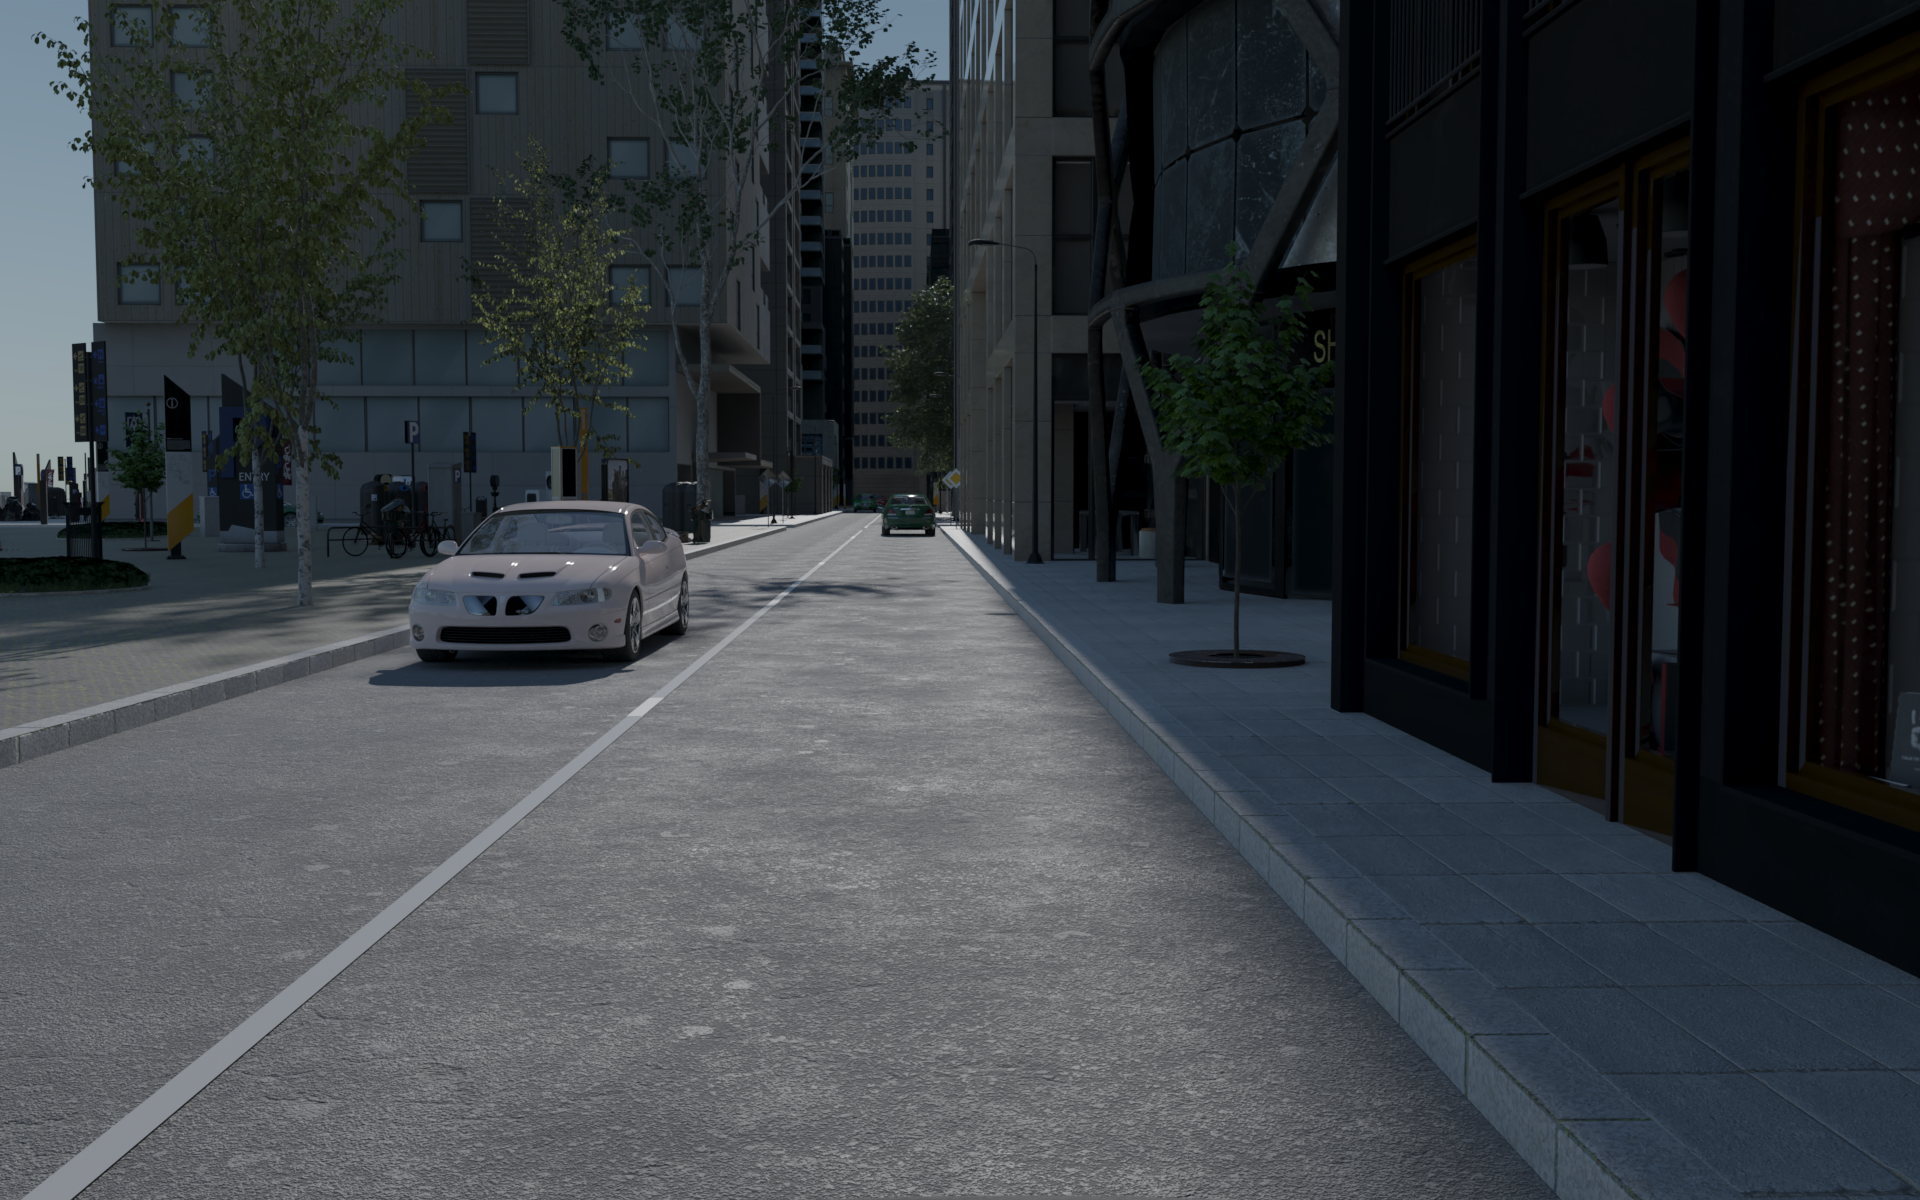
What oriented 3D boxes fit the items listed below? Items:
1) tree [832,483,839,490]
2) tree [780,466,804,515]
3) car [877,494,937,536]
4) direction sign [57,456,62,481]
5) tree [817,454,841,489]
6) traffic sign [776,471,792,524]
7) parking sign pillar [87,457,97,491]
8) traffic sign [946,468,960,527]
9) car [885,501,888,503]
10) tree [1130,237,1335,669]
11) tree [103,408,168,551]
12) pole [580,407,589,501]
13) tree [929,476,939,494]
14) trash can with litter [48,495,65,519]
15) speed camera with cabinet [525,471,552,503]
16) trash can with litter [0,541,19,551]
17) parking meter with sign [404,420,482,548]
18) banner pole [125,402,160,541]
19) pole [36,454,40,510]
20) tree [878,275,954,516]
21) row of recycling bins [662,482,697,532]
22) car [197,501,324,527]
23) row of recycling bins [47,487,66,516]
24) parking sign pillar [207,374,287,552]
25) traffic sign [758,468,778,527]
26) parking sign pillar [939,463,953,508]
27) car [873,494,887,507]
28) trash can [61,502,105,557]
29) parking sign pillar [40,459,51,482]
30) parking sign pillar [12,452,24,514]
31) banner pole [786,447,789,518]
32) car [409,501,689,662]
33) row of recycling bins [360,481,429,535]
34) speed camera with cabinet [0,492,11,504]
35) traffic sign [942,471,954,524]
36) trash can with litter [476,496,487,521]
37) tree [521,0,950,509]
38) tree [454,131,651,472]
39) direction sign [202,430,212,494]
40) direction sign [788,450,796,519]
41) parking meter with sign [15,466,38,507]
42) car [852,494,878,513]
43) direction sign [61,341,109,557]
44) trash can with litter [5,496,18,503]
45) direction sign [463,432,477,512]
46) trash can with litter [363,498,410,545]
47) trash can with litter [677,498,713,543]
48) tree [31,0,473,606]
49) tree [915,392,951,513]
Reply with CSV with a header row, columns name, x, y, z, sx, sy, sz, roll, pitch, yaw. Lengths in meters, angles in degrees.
name,x,y,z,sx,sy,sz,roll,pitch,yaw
tree,-11.270,-9.253,145.882,1.663,3.219,1.824,0,3,0
tree,-10.159,-6.742,104.826,1.663,3.219,1.824,0,3,0
car,-1.834,-3.013,61.062,2.131,1.459,4.920,0,4,-4
direction sign,-53.686,-6.850,103.987,0.876,3.537,0.379,0,4,-2
tree,-11.340,-9.449,138.207,4.285,4.588,4.351,0,3,0
traffic sign,-7.638,-4.349,74.742,0.795,2.450,0.064,0,4,-2
parking sign pillar,-63.642,-8.486,127.216,1.447,3.967,1.447,-1,4,-12
traffic sign,-0.149,-3.873,66.964,0.795,2.450,0.064,0,4,-2
car,-4.063,-6.302,115.620,1.945,1.354,3.894,0,4,-1
tree,2.026,-1.140,13.241,1.663,3.219,1.824,0,3,0
tree,-18.582,-2.734,39.302,1.663,3.219,1.824,0,3,0
pole,-8.860,-2.876,40.871,0.158,3.312,0.155,0,3,0
tree,-2.286,-9.796,154.759,1.663,3.219,1.824,0,3,0
trash can with litter,-47.106,-4.784,89.276,1.678,1.210,2.233,1,4,20
speed camera with cabinet,-15.844,-4.401,66.296,2.038,3.252,0.660,3,5,42
trash can with litter,-22.474,-1.699,38.830,2.233,1.210,1.678,-1,4,-18
parking meter with sign,-12.211,-2.739,41.049,1.738,3.016,0.543,1,4,13
banner pole,-22.113,-3.472,46.790,0.401,3.779,0.863,3,5,41
pole,-46.383,-5.711,87.220,0.158,3.312,0.155,0,3,0
tree,-0.177,-11.850,100.410,9.857,13.997,8.962,0,3,0
row of recycling bins,-9.575,-3.251,60.265,1.069,1.692,3.534,-2,4,-25
car,-28.544,-3.608,70.794,4.920,1.459,2.131,0,4,-3
row of recycling bins,-53.109,-5.781,101.638,1.069,1.692,3.534,-1,4,-20
parking sign pillar,-15.869,-3.074,38.739,1.447,3.967,1.447,0,4,2
traffic sign,-7.391,-3.860,66.761,0.795,2.450,0.064,0,4,-2
parking sign pillar,-1.063,-8.662,130.103,1.447,3.967,1.447,-2,4,-34
car,-8.177,-9.713,167.847,2.155,1.783,4.494,0,4,-4
trash can,-16.340,-1.263,32.311,0.748,1.137,0.748,0,3,0
parking sign pillar,-70.651,-8.895,133.911,1.447,3.967,1.447,-1,4,-12
parking sign pillar,-60.654,-7.530,111.580,1.447,3.967,1.447,-1,4,-21
banner pole,-9.080,-6.188,91.187,0.401,3.779,0.863,0,4,-4
car,-3.709,-0.241,16.305,2.083,1.381,4.827,0,4,0
row of recycling bins,-17.797,-2.992,56.035,1.069,1.692,3.534,3,4,37
speed camera with cabinet,-65.739,-7.578,118.236,0.660,3.252,2.038,1,4,11
traffic sign,-0.397,-4.361,74.945,0.795,2.450,0.064,0,4,-2
trash can with litter,-16.209,-2.989,59.923,1.678,1.210,2.233,2,4,25
tree,-6.660,-11.915,50.699,12.611,20.169,13.585,0,3,0
tree,-8.077,-5.198,35.356,4.360,8.622,3.978,0,3,0
direction sign,-26.907,-4.280,61.980,0.379,3.537,0.876,-3,5,-45
direction sign,-8.694,-5.966,89.543,0.379,3.537,0.876,-1,4,-16
parking meter with sign,-58.622,-6.916,109.345,0.543,3.016,1.738,2,4,26
car,-7.417,-7.734,135.240,1.959,1.807,4.718,0,4,-3
direction sign,-12.990,-2.075,25.925,0.876,3.537,0.379,2,4,34
trash can with litter,-50.498,-4.942,92.191,0.624,1.170,1.055,-2,4,-30
direction sign,-17.885,-4.359,63.261,0.379,3.537,0.876,1,4,14
trash can with litter,-14.479,-1.979,43.744,0.624,1.170,1.055,3,4,38
trash can with litter,-7.038,-2.088,45.532,1.055,1.170,0.624,0,4,8
tree,-7.781,-4.238,19.649,4.737,8.622,4.395,0,3,0
tree,-1.134,-10.375,119.997,4.360,8.622,3.978,0,3,0
